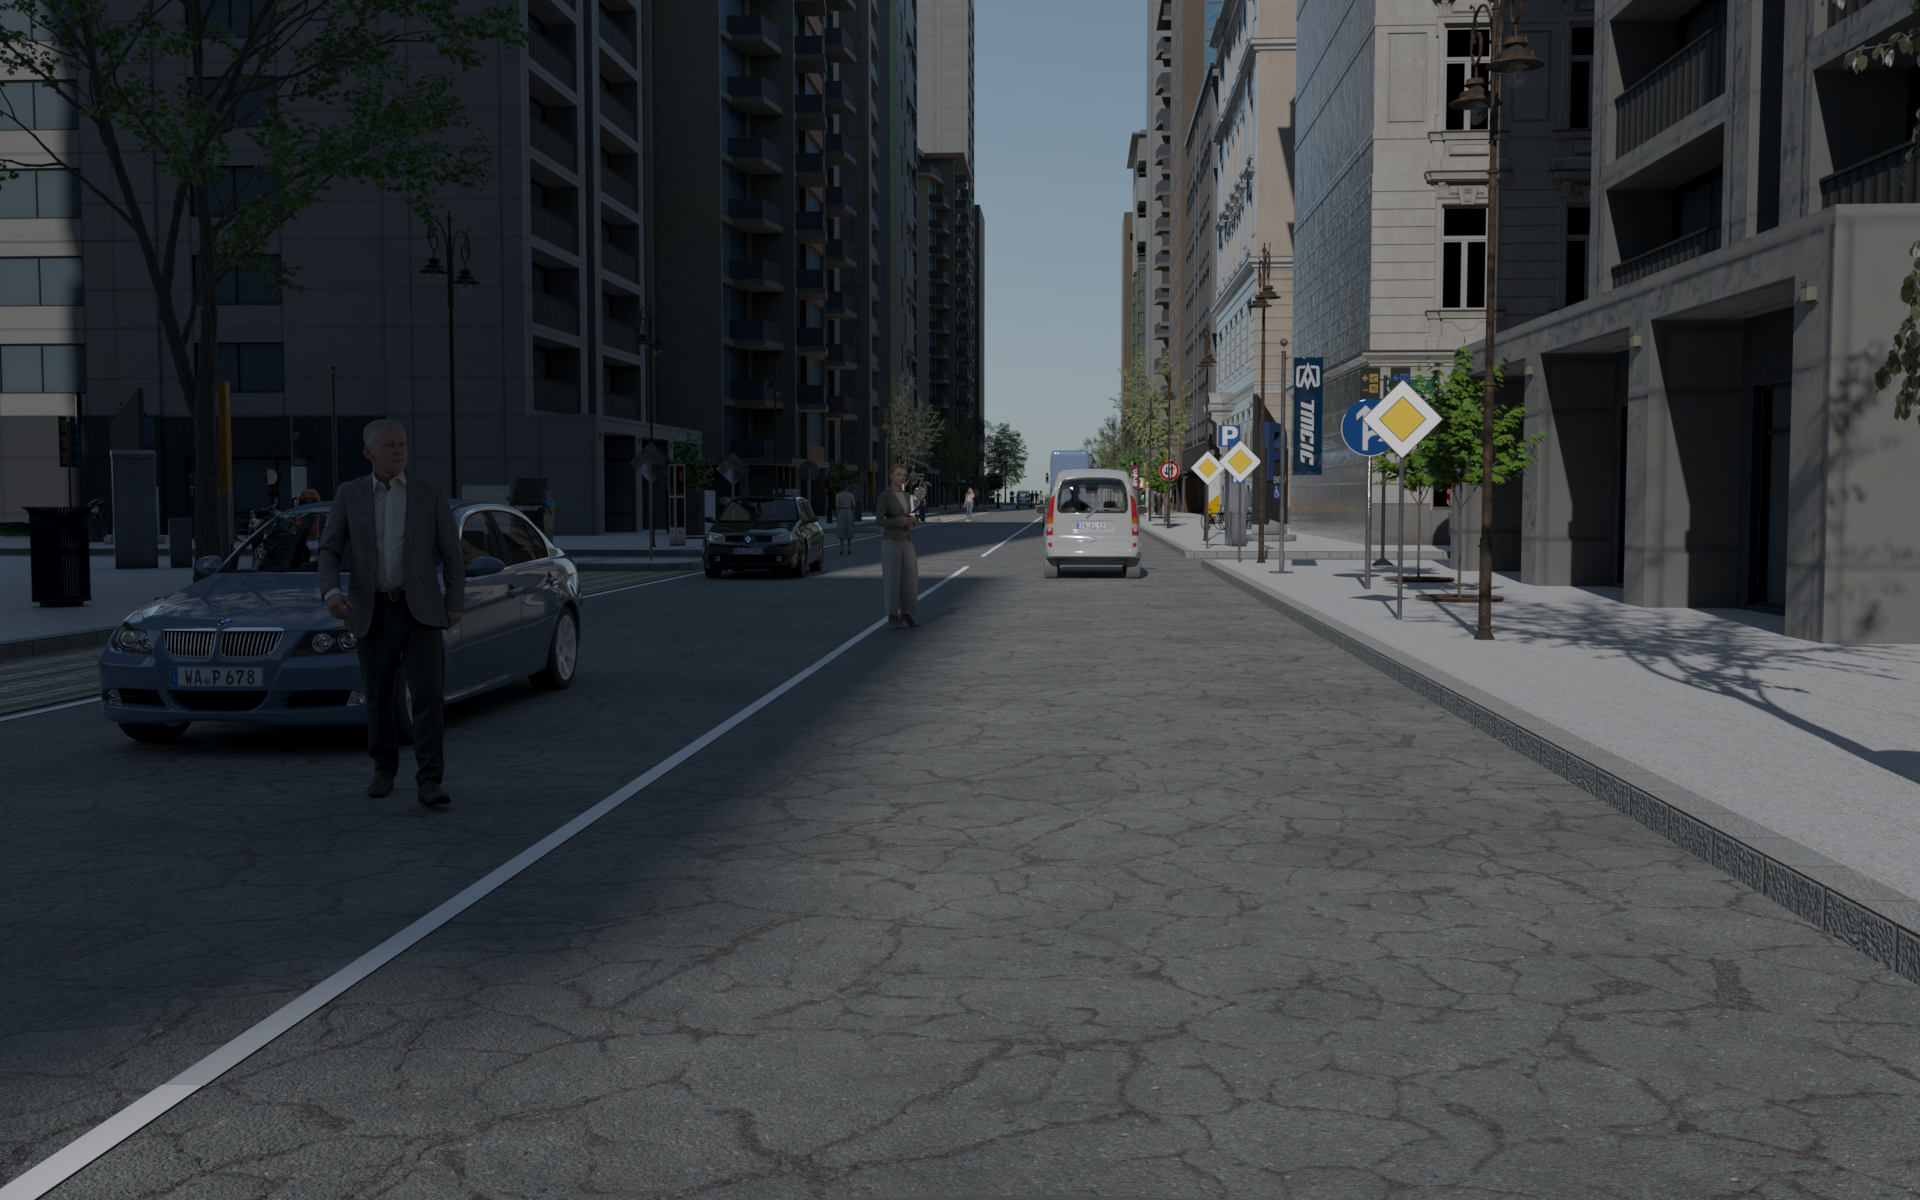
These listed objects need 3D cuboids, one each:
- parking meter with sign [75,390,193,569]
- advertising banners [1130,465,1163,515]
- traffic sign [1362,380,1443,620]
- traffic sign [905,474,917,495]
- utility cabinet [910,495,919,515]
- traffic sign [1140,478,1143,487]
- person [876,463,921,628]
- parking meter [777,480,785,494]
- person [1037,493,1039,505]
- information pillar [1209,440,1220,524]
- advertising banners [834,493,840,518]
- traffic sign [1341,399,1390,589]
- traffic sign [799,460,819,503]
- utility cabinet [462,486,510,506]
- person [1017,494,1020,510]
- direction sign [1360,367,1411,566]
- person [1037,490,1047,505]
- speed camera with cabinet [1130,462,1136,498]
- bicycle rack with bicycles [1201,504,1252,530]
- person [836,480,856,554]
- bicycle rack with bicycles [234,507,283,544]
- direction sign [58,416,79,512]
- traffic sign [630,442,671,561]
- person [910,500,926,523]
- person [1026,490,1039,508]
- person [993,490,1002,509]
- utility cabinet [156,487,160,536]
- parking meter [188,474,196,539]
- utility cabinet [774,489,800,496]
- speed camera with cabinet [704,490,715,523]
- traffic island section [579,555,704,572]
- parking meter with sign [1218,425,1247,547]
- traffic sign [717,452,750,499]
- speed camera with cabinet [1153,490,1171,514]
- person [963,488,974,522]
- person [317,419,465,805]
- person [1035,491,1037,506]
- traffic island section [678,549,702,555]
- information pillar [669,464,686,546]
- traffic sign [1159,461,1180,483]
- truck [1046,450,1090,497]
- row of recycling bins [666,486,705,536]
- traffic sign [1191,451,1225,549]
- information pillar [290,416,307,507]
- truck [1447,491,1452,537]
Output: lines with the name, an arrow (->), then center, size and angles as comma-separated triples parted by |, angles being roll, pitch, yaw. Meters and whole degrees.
parking meter with sign -> -14.204, -2.052, 29.812 | 1.738, 3.016, 0.543 | -2, 4, -29
advertising banners -> 11.389, -6.673, 105.293 | 2.074, 3.025, 0.090 | 1, 4, 10
traffic sign -> 4.474, -1.002, 17.571 | 0.795, 2.450, 0.064 | 1, 4, 9
traffic sign -> -3.028, -6.537, 106.988 | 0.768, 2.556, 0.104 | 1, 4, 11
utility cabinet -> -2.886, -5.807, 106.103 | 1.020, 1.237, 0.306 | 1, 4, 20
traffic sign -> 11.301, -6.580, 109.705 | 0.606, 2.300, 0.079 | 1, 4, 13
person -> -0.642, -0.579, 18.523 | 0.362, 1.759, 0.519 | 3, 5, 43
parking meter -> -7.243, -3.917, 69.755 | 0.399, 1.863, 0.255 | 0, 4, -4
person -> 10.081, -13.281, 226.090 | 0.683, 1.767, 0.568 | 2, 4, 26
information pillar -> 10.860, -5.062, 74.120 | 0.504, 3.616, 0.183 | 0, 4, -1
advertising banners -> -6.518, -6.017, 94.572 | 0.090, 3.025, 2.074 | 1, 4, 13
traffic sign -> 5.499, -1.418, 23.285 | 0.768, 2.556, 0.104 | 1, 4, 8
traffic sign -> -5.706, -4.004, 65.576 | 0.768, 2.556, 0.104 | 0, 4, 5
utility cabinet -> -12.394, -2.240, 45.301 | 1.173, 1.500, 0.318 | -2, 4, -34
person -> 5.378, -8.926, 157.663 | 0.599, 1.433, 0.991 | 0, 4, -5
direction sign -> 7.586, -2.385, 30.986 | 0.876, 3.537, 0.379 | 0, 4, 4
person -> 6.811, -8.227, 143.797 | 0.721, 1.735, 1.217 | -3, 5, -40
speed camera with cabinet -> 10.498, -6.898, 107.121 | 0.660, 3.252, 2.038 | 1, 4, 10
bicycle rack with bicycles -> 9.855, -2.945, 61.534 | 2.925, 0.926, 2.852 | -1, 4, -22
person -> -2.732, -1.972, 41.313 | 0.480, 1.755, 0.524 | -1, 4, -10
bicycle rack with bicycles -> -18.426, -1.987, 45.866 | 2.925, 0.926, 2.852 | -1, 4, -20
direction sign -> -26.057, -3.589, 50.685 | 0.379, 3.537, 0.876 | 0, 4, 6
traffic sign -> -5.929, -1.809, 33.212 | 0.795, 2.450, 0.064 | 0, 4, 4
person -> -2.053, -4.393, 85.820 | 1.012, 1.151, 0.738 | -2, 4, -26
person -> 7.278, -10.137, 174.205 | 1.348, 1.831, 0.705 | 0, 4, 3
person -> 3.618, -9.628, 166.001 | 0.705, 1.814, 1.350 | 3, 5, 41
utility cabinet -> -23.965, -2.551, 50.386 | 1.173, 1.500, 0.318 | -3, 4, -36
parking meter -> -21.773, -2.663, 49.252 | 0.255, 1.863, 0.399 | -1, 4, -21
utility cabinet -> -8.082, -4.412, 80.807 | 1.173, 1.500, 0.318 | -1, 4, -20
speed camera with cabinet -> -11.829, -5.147, 78.485 | 0.660, 3.252, 2.038 | -3, 4, -38
traffic island section -> -5.953, -0.672, 33.276 | 2.009, 0.180, 2.903 | 0, 4, 4
parking meter with sign -> 6.807, -2.856, 42.954 | 0.543, 3.016, 1.738 | 0, 4, -1
traffic sign -> -5.393, -2.296, 41.180 | 0.795, 2.450, 0.064 | 0, 4, 4
speed camera with cabinet -> 12.698, -6.996, 108.719 | 0.660, 3.252, 2.038 | -1, 4, -10
person -> 0.480, -4.955, 90.111 | 0.593, 1.750, 0.643 | 1, 4, 16
person -> -2.612, 0.053, 8.034 | 0.661, 1.777, 0.834 | -2, 4, -26
person -> 9.284, -12.408, 211.001 | 0.705, 1.869, 1.348 | 0, 4, 8
traffic island section -> -5.417, -1.160, 41.243 | 2.009, 0.180, 2.903 | 0, 4, 4
information pillar -> -6.999, -2.347, 42.863 | 0.304, 2.012, 0.304 | -3, 5, -39
traffic sign -> 7.962, -4.021, 65.855 | 0.768, 2.556, 0.104 | 1, 4, 11
truck -> 6.514, -6.781, 100.630 | 2.967, 4.110, 18.799 | 0, 4, 2
row of recycling bins -> -8.723, -2.944, 55.255 | 1.069, 1.692, 3.534 | -1, 4, -16
traffic sign -> 5.774, -2.249, 40.411 | 0.795, 2.450, 0.064 | 0, 4, 4
information pillar -> -20.038, -3.738, 52.477 | 0.183, 3.616, 0.504 | 2, 4, 33
truck -> 15.587, -2.925, 36.744 | 11.283, 4.237, 2.839 | 0, 4, 3
